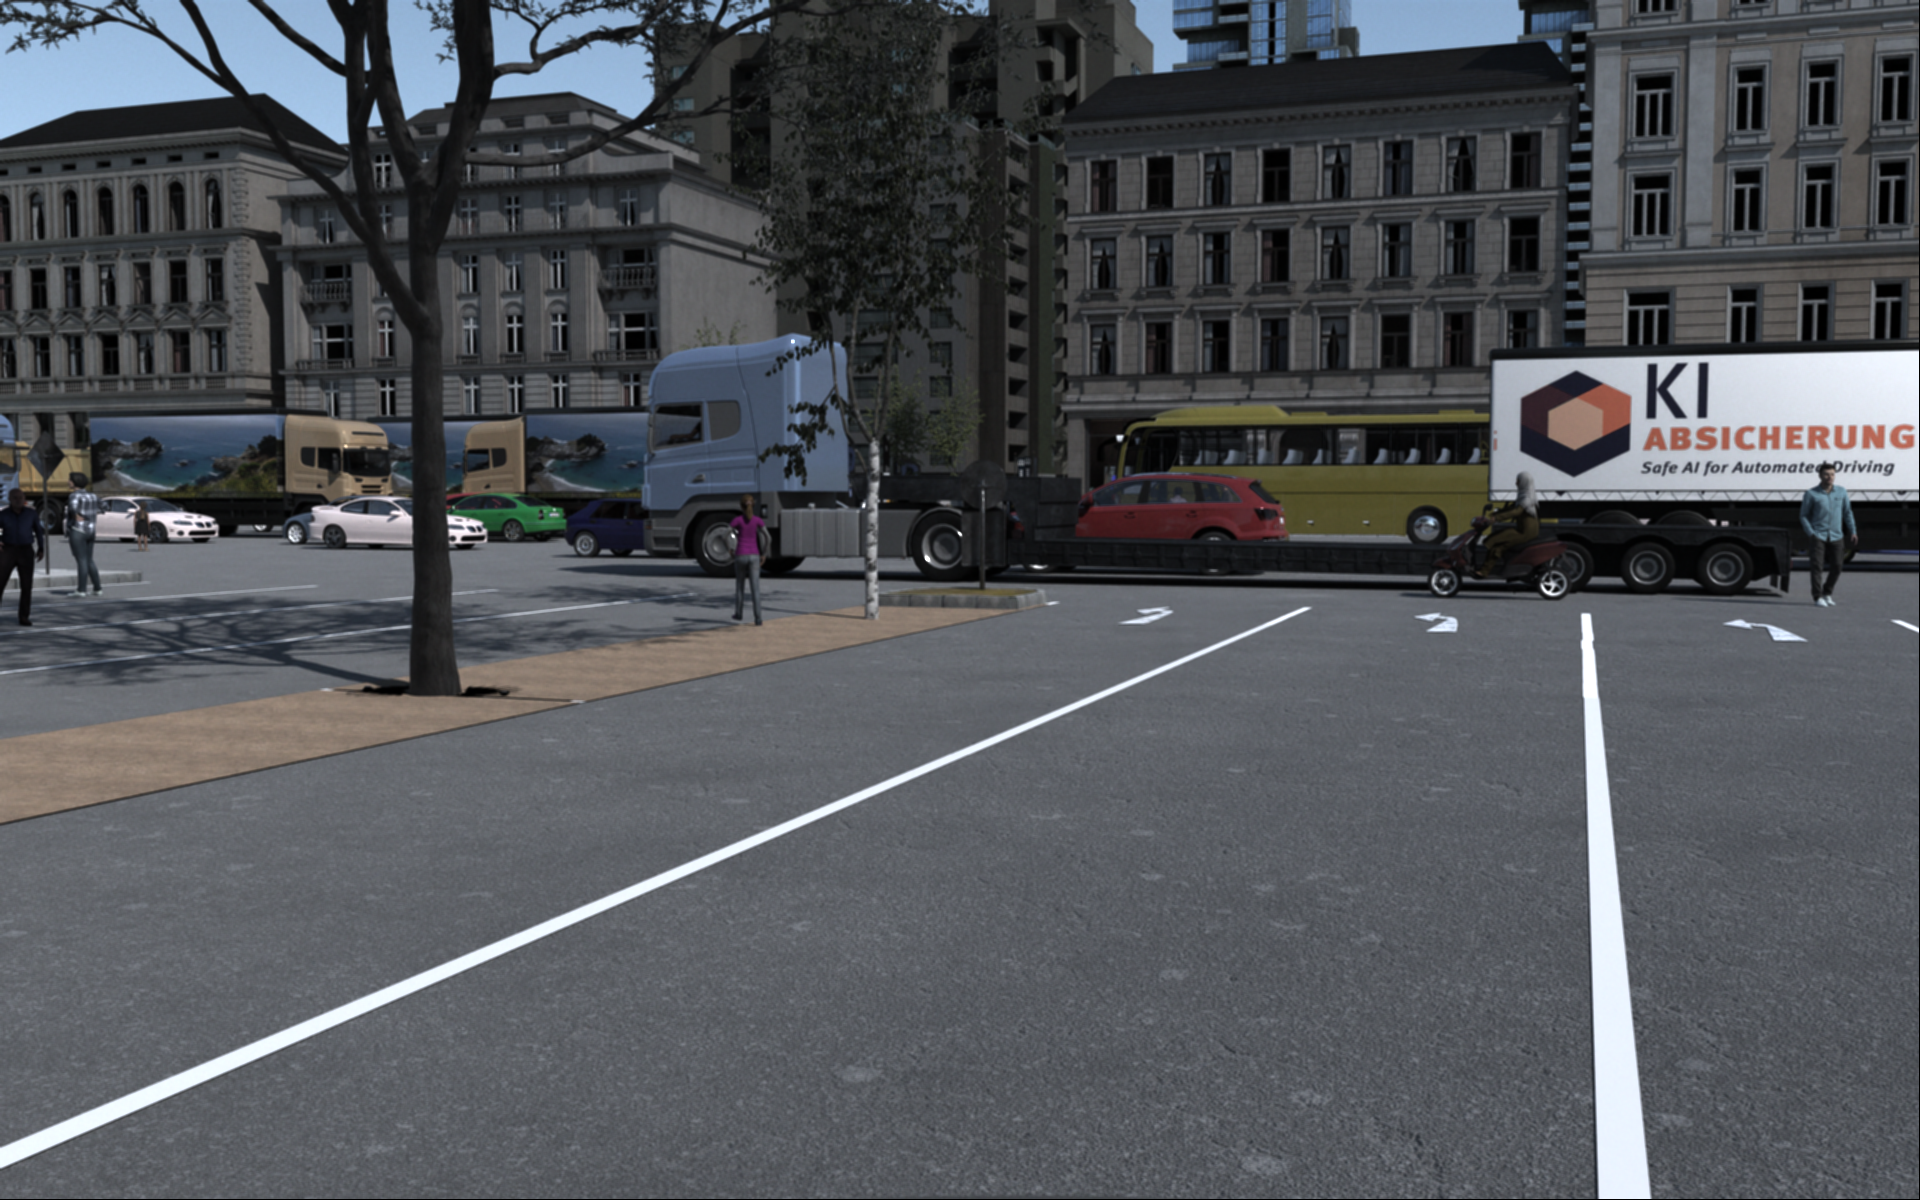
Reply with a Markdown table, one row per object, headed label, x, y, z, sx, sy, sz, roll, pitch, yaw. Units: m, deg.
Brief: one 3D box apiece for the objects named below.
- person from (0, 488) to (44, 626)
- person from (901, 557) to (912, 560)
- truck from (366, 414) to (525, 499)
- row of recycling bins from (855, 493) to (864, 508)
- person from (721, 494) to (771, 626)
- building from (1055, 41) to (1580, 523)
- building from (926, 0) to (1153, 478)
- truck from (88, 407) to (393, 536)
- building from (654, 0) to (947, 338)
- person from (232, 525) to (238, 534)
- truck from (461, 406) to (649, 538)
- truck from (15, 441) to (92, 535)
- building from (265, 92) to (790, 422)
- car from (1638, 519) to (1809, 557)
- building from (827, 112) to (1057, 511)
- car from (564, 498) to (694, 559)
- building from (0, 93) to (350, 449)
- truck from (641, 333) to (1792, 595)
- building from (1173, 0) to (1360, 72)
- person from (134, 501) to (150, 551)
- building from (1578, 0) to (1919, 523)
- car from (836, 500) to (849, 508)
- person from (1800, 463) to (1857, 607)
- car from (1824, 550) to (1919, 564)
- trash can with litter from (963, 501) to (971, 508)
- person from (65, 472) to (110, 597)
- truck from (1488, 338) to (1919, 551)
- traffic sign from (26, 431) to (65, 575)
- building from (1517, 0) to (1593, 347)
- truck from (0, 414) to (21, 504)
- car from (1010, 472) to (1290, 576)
| label | x | y | z | sx | sy | sz | roll | pitch | yaw |
| --- | --- | --- | --- | --- | --- | --- | --- | --- | --- |
| person | -10.320 | -0.466 | 18.814 | 0.574 | 1.496 | 0.600 | -1 | 4 | -11 |
| person | -1.284 | -1.484 | 37.774 | 0.505 | 1.210 | 0.382 | 1 | 4 | 10 |
| truck | -15.951 | -4.483 | 62.208 | 11.283 | 4.237 | 2.839 | 1 | 4 | 21 |
| row of recycling bins | -8.129 | -7.086 | 122.963 | 3.534 | 1.692 | 1.069 | 0 | 4 | -3 |
| person | -2.352 | -0.436 | 18.868 | 0.726 | 1.435 | 0.776 | -1 | 4 | -18 |
| building | 7.514 | -14.104 | 81.515 | 40.483 | 20.767 | 10.553 | 1 | 4 | 20 |
| building | 5.367 | -33.009 | 163.392 | 21.600 | 48.544 | 21.300 | 1 | 4 | 20 |
| truck | -23.757 | -4.219 | 57.902 | 11.283 | 4.237 | 2.839 | 1 | 4 | 19 |
| building | -15.315 | -33.394 | 169.689 | 21.600 | 48.544 | 21.300 | 1 | 4 | 20 |
| person | -26.454 | -3.312 | 62.835 | 0.537 | 1.800 | 0.526 | -3 | 5 | -43 |
| truck | -11.615 | -4.153 | 56.809 | 11.283 | 4.237 | 2.839 | 1 | 4 | 21 |
| truck | -33.611 | -4.055 | 62.223 | 9.791 | 3.379 | 3.469 | 1 | 4 | 20 |
| building | -22.854 | -15.365 | 93.018 | 24.055 | 21.916 | 13.314 | 1 | 4 | 20 |
| car | 18.030 | -1.725 | 40.571 | 4.827 | 1.381 | 2.083 | 1 | 4 | 19 |
| building | -1.185 | -22.219 | 134.988 | 14.160 | 30.474 | 14.107 | 1 | 4 | 20 |
| car | -6.911 | -1.628 | 39.194 | 3.894 | 1.354 | 1.945 | 1 | 4 | 20 |
| building | -44.928 | -16.524 | 99.043 | 19.941 | 23.489 | 11.050 | 1 | 4 | 20 |
| truck | 3.031 | -2.342 | 28.046 | 18.799 | 4.110 | 2.967 | 1 | 4 | 19 |
| building | 42.348 | -56.838 | 241.971 | 31.000 | 86.520 | 22.319 | 1 | 4 | 20 |
| person | -20.485 | -1.847 | 43.367 | 0.362 | 1.253 | 0.373 | -1 | 4 | -12 |
| building | 36.371 | -17.498 | 72.003 | 20.117 | 28.700 | 13.634 | 1 | 4 | 20 |
| car | -3.774 | -2.158 | 45.507 | 3.980 | 1.641 | 2.015 | 1 | 4 | 21 |
| person | 11.119 | -0.839 | 22.236 | 0.660 | 1.820 | 0.620 | 0 | 4 | 2 |
| car | 19.450 | -1.592 | 35.627 | 3.694 | 1.707 | 1.945 | 1 | 4 | 21 |
| trash can with litter | 0.221 | -4.961 | 92.501 | 1.055 | 1.170 | 0.624 | 1 | 4 | 18 |
| person | -12.210 | -0.912 | 24.132 | 0.376 | 1.734 | 0.841 | 1 | 4 | 9 |
| truck | 15.899 | -2.686 | 32.823 | 11.283 | 4.237 | 2.839 | 1 | 4 | 18 |
| traffic sign | -14.524 | -1.460 | 27.517 | 0.795 | 2.450 | 0.064 | 1 | 4 | 20 |
| building | 85.202 | -55.930 | 227.121 | 31.000 | 86.520 | 22.319 | 1 | 4 | 20 |
| truck | -36.927 | -3.937 | 54.125 | 18.799 | 4.110 | 2.967 | 1 | 4 | 19 |
| car | 3.284 | -1.393 | 31.453 | 5.304 | 1.827 | 2.281 | 1 | 4 | 18 |
